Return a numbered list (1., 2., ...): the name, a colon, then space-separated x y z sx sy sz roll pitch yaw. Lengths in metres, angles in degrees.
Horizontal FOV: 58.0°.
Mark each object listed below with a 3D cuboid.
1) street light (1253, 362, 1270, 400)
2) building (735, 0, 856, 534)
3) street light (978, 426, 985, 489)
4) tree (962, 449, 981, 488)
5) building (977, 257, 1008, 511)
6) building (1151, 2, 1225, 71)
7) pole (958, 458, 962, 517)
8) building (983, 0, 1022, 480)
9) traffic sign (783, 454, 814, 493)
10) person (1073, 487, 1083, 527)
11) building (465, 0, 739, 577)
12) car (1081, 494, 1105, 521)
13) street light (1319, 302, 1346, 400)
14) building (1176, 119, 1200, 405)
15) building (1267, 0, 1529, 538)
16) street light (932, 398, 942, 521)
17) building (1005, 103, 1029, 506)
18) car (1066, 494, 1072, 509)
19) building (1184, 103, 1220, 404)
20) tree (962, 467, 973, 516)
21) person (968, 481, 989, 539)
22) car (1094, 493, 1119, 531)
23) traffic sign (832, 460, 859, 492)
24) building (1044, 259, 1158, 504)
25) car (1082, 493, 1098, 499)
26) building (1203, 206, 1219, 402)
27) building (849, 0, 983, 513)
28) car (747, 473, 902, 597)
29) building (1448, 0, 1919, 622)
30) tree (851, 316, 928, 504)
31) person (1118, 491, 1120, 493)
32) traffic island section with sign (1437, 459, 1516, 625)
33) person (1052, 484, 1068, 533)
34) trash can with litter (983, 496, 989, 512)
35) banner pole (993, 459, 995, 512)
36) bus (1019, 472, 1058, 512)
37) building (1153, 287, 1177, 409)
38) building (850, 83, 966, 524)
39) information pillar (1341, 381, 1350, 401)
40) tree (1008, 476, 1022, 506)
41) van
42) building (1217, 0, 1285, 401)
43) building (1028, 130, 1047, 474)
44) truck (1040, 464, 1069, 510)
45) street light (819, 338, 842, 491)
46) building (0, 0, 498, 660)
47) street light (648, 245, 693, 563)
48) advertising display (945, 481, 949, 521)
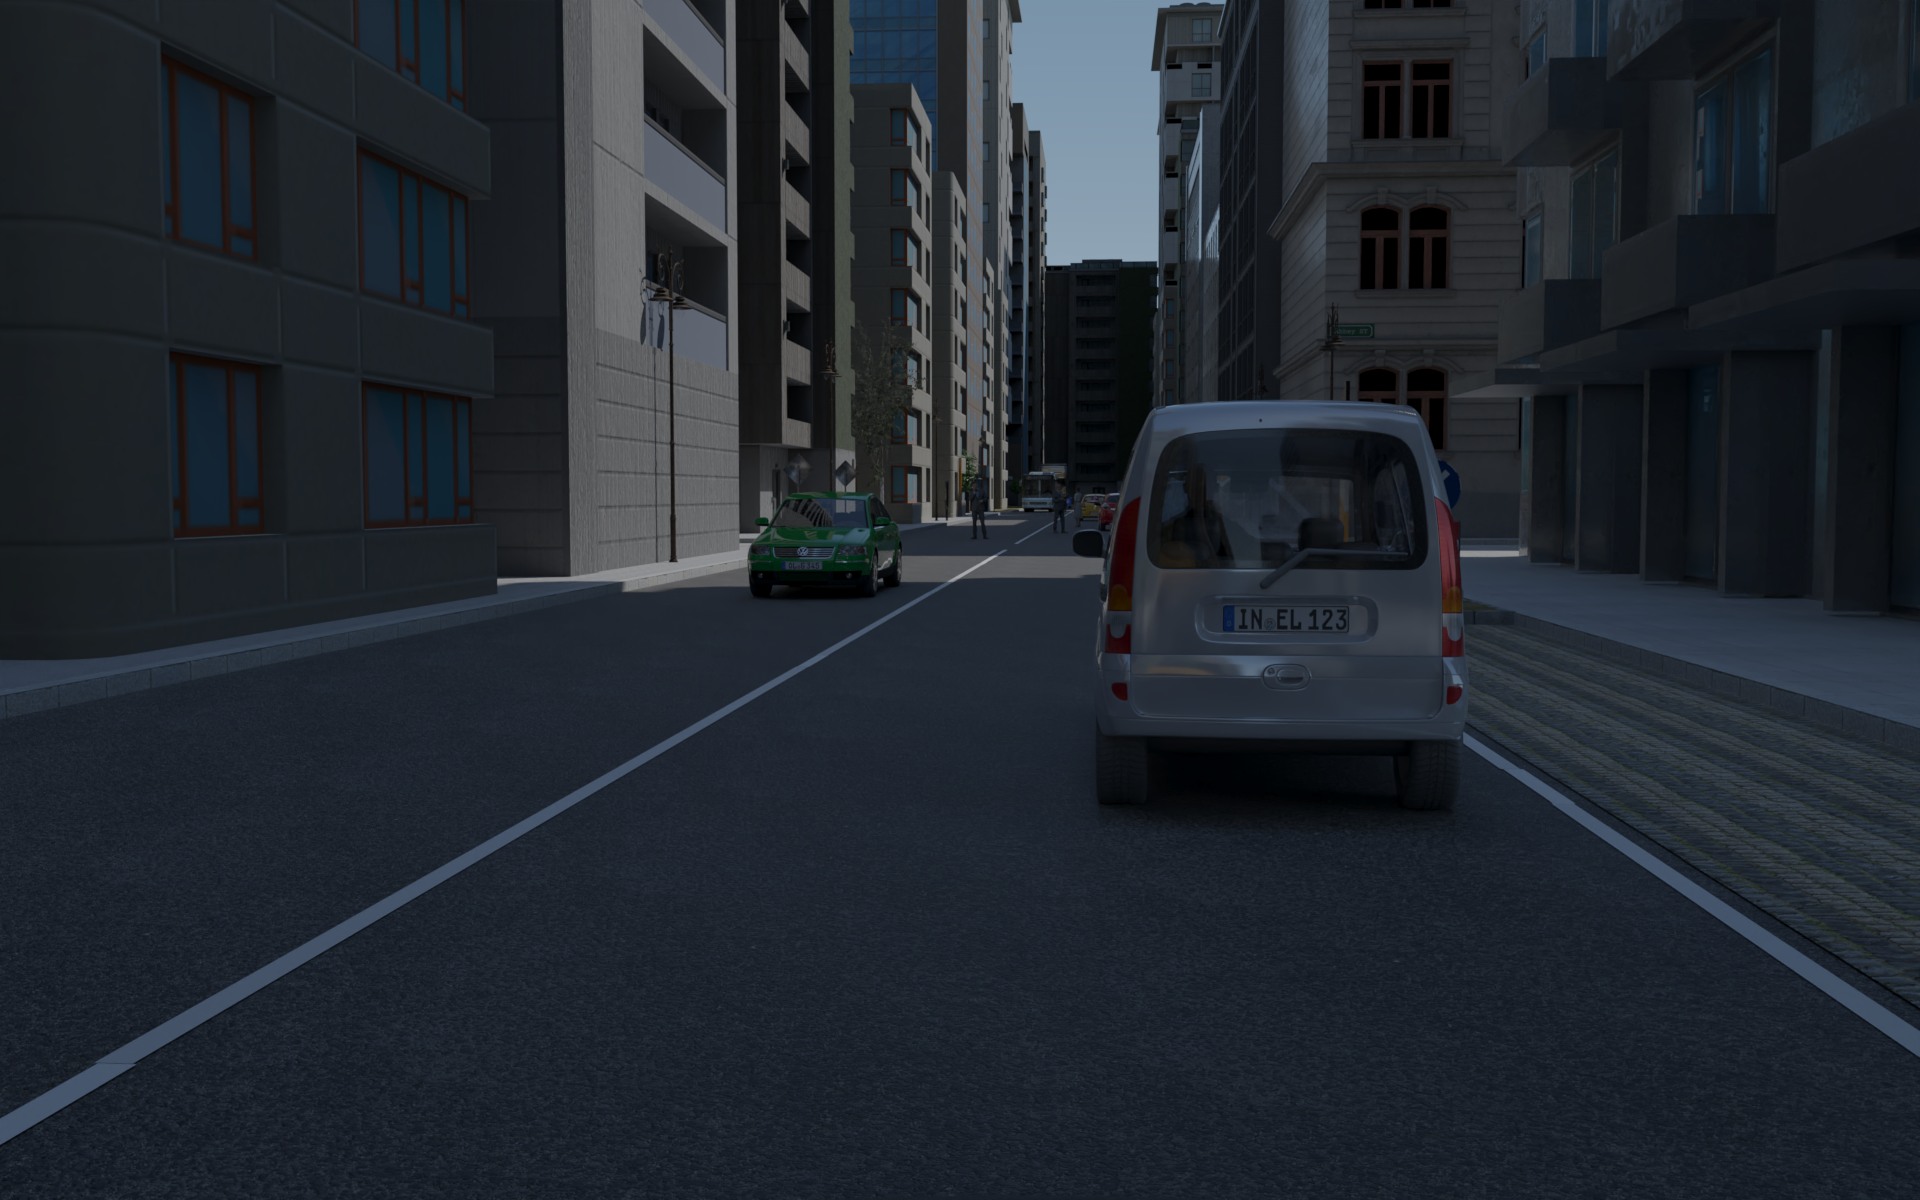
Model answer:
1. street light: 10.528 -5.375 60.672 0.468 5.910 1.993 0 4 5
2. building: -11.528 -17.543 58.535 14.160 30.474 14.107 0 4 5
3. street light: 1.460 -8.731 115.542 0.468 5.910 1.993 0 4 5
4. tree: -0.276 -7.591 107.820 4.285 4.588 4.351 0 3 0
5. building: -10.671 -18.162 141.989 27.650 21.520 28.899 0 4 5
6. building: 35.069 -36.444 185.096 28.713 52.752 27.495 0 4 5
7. pole: 0.005 -6.305 96.937 0.158 3.312 0.155 0 3 0
8. building: -8.858 -35.467 169.126 28.713 52.752 27.495 0 4 5
9. traffic sign: -4.045 -2.429 43.355 0.795 2.450 0.064 0 4 5
10. person: 5.057 -4.042 75.157 0.524 1.755 0.480 3 5 44
11. building: -19.379 -30.130 34.622 28.212 58.520 21.231 0 4 5
12. car: 7.247 -5.058 92.917 2.015 1.641 3.980 0 4 4
13. street light: 8.977 -4.225 41.867 0.468 5.910 1.993 0 4 5
14. building: 24.070 -22.301 136.326 14.160 30.474 14.107 0 4 5
15. building: 22.092 -16.371 55.064 23.554 28.519 14.401 0 4 5
16. street light: -1.132 -6.758 83.278 0.468 5.910 1.993 0 4 5
17. building: 0.303 -33.347 195.337 14.200 45.320 14.600 0 4 5
18. car: 10.218 -9.963 172.490 1.945 1.707 3.694 0 4 6
19. building: 21.402 -18.138 114.576 12.078 24.808 19.932 0 4 5
20. tree: -0.053 -6.677 103.765 1.663 3.219 1.824 0 3 0
21. person: 0.596 -2.868 55.199 0.655 1.846 0.447 0 4 3
22. car: 6.377 -3.629 68.375 2.155 1.783 4.494 0 4 3
23. traffic sign: -3.391 -2.916 51.314 0.795 2.450 0.064 0 4 5
24. building: 17.509 -27.173 215.987 14.107 30.474 14.160 0 4 5
25. car: 11.139 -8.236 143.699 2.155 1.783 4.494 0 4 4
26. building: 19.222 -14.766 96.176 10.420 20.320 16.860 0 4 5
27. building: -5.849 -28.541 116.757 14.600 45.320 14.200 0 4 5
28. car: -1.923 -1.022 25.500 1.959 1.807 4.718 0 4 5
29. building: 20.011 -24.540 20.833 23.786 49.044 30.456 0 4 5
30. tree: -3.442 -7.383 71.070 4.360 8.622 3.978 0 3 0
31. person: 14.485 -9.034 156.940 1.217 1.736 0.721 -2 4 -32
32. traffic island section with sign: 5.135 -0.685 19.836 1.989 1.847 2.006 0 4 5
33. person: 3.690 -3.357 63.558 0.590 1.801 0.661 3 5 45
34. trash can with litter: 1.777 -6.962 125.212 0.624 1.170 1.055 0 4 6
35. banner pole: 2.416 -8.096 122.389 0.401 3.779 0.863 0 4 -1
36. bus: 6.499 -8.878 140.021 2.948 3.499 13.247 0 4 4
37. building: 31.883 -19.130 157.820 27.650 21.520 28.899 0 4 5
38. building: -14.626 -14.897 88.608 27.650 21.520 28.899 0 4 5
39. information pillar: 7.998 -2.732 36.022 0.183 3.616 0.504 0 4 -1
40. tree: 6.296 -11.799 187.517 1.663 3.219 1.824 0 3 0
41. van: 1.583 -0.140 9.294 2.013 2.044 4.112 0 4 6
42. building: 18.979 -17.211 74.902 14.314 27.812 24.014 0 4 5
43. building: 0.072 -36.546 221.229 21.600 48.544 21.300 0 4 5
44. truck: 8.796 -10.589 162.050 2.839 4.237 11.283 0 4 4
45. street light: -3.836 -4.816 51.522 0.468 5.910 1.993 0 4 5
46. building: -20.895 -9.987 8.331 27.650 21.520 28.899 0 4 5
47. street light: -5.384 -3.644 32.364 0.468 5.910 1.993 0 4 5
48. advertising display: -0.640 -4.788 83.490 0.123 1.923 0.974 0 4 -4
